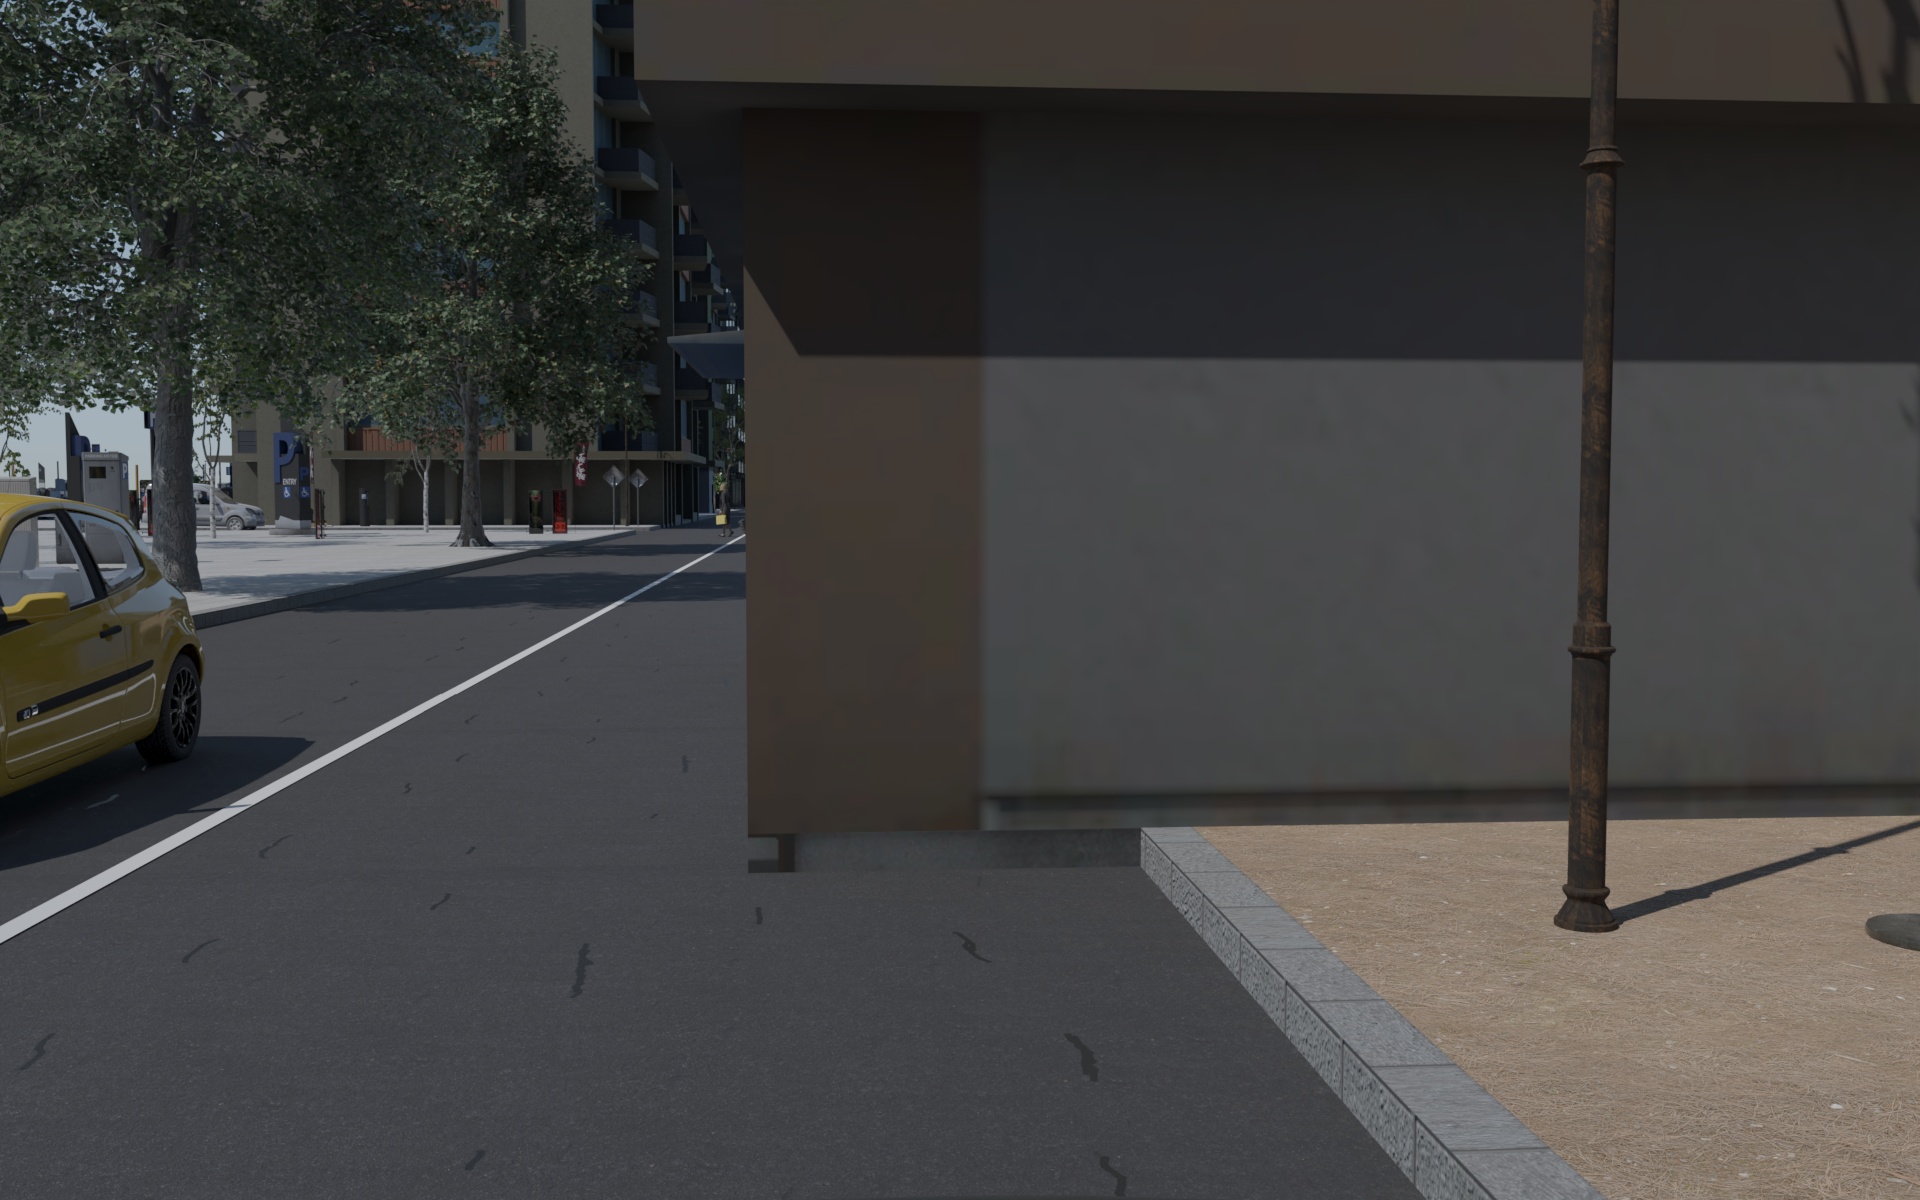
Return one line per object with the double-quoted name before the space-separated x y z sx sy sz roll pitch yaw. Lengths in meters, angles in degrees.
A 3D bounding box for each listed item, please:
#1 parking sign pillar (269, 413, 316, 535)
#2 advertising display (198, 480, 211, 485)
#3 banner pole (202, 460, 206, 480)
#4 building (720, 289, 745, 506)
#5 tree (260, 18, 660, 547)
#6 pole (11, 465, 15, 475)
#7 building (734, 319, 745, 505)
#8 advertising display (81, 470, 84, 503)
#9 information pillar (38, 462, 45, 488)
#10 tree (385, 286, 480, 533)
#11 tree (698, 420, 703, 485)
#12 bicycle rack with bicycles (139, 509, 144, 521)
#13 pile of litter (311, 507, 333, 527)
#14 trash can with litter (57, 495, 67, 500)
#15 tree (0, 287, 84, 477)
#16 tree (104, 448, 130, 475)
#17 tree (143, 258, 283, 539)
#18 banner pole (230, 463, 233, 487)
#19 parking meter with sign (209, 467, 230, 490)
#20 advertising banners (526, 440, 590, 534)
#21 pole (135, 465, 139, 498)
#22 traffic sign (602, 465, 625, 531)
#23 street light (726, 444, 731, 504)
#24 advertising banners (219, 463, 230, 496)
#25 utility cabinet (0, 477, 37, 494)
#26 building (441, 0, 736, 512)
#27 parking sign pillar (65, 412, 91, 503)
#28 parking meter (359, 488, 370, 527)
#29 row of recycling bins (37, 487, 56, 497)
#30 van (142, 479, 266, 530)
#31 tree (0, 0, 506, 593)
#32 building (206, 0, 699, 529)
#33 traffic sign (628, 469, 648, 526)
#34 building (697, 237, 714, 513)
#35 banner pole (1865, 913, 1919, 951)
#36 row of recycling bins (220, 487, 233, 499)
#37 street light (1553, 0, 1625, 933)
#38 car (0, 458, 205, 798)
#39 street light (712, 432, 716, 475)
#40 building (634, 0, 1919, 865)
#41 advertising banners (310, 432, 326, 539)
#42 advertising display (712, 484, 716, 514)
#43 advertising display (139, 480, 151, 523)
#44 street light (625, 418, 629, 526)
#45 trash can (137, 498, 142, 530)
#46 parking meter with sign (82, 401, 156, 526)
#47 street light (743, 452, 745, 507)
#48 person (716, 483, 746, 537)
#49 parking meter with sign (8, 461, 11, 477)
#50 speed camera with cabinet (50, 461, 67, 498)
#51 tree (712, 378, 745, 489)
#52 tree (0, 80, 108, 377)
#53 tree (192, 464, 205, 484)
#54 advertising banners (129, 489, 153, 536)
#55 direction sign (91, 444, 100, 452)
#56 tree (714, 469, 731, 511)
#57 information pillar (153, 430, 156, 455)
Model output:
"parking sign pillar" -21.023 -4.039 54.503 1.447 3.967 1.447 2 4 35
"advertising display" -35.628 -4.684 81.793 0.974 1.923 0.123 2 4 31
"banner pole" -56.153 -8.487 128.783 0.401 3.779 0.863 0 4 -4
"building" -34.650 -34.616 185.578 23.786 49.044 30.456 0 4 -5
"tree" -11.798 -7.637 41.875 9.611 12.733 9.660 0 3 0
"pole" -64.186 -7.561 117.465 0.158 3.312 0.155 0 3 0
"building" -34.117 -33.602 232.981 14.154 41.232 14.086 0 4 -5
"advertising display" -22.189 -2.417 44.738 0.974 1.923 0.123 0 4 8
"information pillar" -67.500 -8.317 127.335 0.504 3.616 0.183 1 4 9
"tree" -17.697 -6.551 57.471 4.360 8.622 3.978 0 3 0
"tree" -16.758 -9.207 100.891 4.737 8.622 4.395 0 3 0
"bicycle rack with bicycles" -38.114 -4.237 82.665 2.852 0.926 2.925 0 4 -6
"pile of litter" -25.213 -3.273 67.475 1.719 0.858 1.176 -3 5 -42
"trash can with litter" -48.552 -5.108 94.578 2.233 1.210 1.678 -3 4 -37
"tree" -27.374 -6.047 49.238 4.737 8.622 4.395 0 3 0
"tree" -36.118 -4.803 73.122 1.663 3.219 1.824 0 3 0
"tree" -21.673 -6.096 50.026 4.737 8.622 4.395 0 3 0
"banner pole" -44.121 -7.072 105.641 0.863 3.779 0.401 -3 5 -40
"parking meter with sign" -48.296 -7.176 113.582 1.738 3.016 0.543 1 4 14
"advertising banners" -12.932 -3.644 55.775 2.074 3.025 0.090 -2 4 -24
"pole" -57.113 -7.730 120.228 0.158 3.312 0.155 0 3 0
"traffic sign" -12.100 -3.481 60.554 0.795 2.450 0.064 0 4 -5
"street light" -19.368 -10.530 144.958 0.468 5.910 1.993 0 4 -5
"advertising banners" -34.803 -5.240 81.865 0.090 3.025 2.074 -1 4 -10
"utility cabinet" -12.311 -0.805 21.842 1.173 1.500 0.318 -1 4 -12
"building" -31.839 -30.679 156.232 22.147 44.769 28.867 0 4 -5
"parking sign pillar" -29.324 -4.232 57.666 1.447 3.967 1.447 -1 4 -11
"parking meter" -23.542 -3.674 68.486 0.372 1.533 0.369 0 3 0
"row of recycling bins" -56.611 -6.129 107.323 1.069 1.692 3.534 0 4 1
"van" -27.807 -3.474 63.813 4.112 2.044 2.013 0 4 -5
"tree" -10.411 -7.083 22.463 9.857 13.997 8.962 0 3 0
"building" -22.895 -26.153 82.228 22.147 44.769 28.867 0 4 -5
"traffic sign" -12.737 -3.968 68.514 0.795 2.450 0.064 0 4 -5
"building" -23.883 -20.955 114.316 14.160 30.474 14.107 0 4 -5
"banner pole" 2.922 -0.922 5.086 0.401 3.779 0.863 1 4 23
"row of recycling bins" -40.558 -5.512 97.226 1.069 1.692 3.534 0 4 2
"street light" 1.859 -1.968 4.969 0.468 5.910 1.993 0 4 -5
"car" -4.871 0.144 7.873 2.015 1.641 3.980 0 4 -6
"street light" -17.661 -9.245 123.938 0.468 5.910 1.993 0 4 -5
"building" 5.195 -22.155 12.340 14.600 45.320 14.200 0 4 -5
"advertising banners" -18.285 -3.246 49.263 0.090 3.025 2.074 -1 4 -10
"advertising display" -16.275 -6.681 114.451 0.123 1.923 0.974 0 4 0
"advertising display" -36.168 -4.422 77.518 0.974 1.923 0.123 -1 4 -23
"street light" -13.254 -5.873 68.809 0.468 5.910 1.993 0 4 -5
"trash can" -27.939 -2.852 58.282 0.748 1.137 0.748 0 3 0
"parking meter with sign" -15.715 -2.178 31.870 1.738 3.016 0.543 0 4 -7
"street light" -21.458 -12.216 172.520 0.468 5.910 1.993 0 4 -5
"person" -7.606 -3.039 58.409 1.509 1.804 0.699 -3 5 -39
"parking meter with sign" -50.292 -5.733 89.990 1.738 3.016 0.543 -1 4 -22
"speed camera with cabinet" -53.713 -6.663 103.270 0.660 3.252 2.038 -1 4 -15
"tree" -19.030 -12.568 139.904 8.767 10.594 7.601 0 4 2
"tree" -23.534 -6.961 39.570 9.928 11.665 9.643 0 3 0
"tree" -41.762 -6.083 94.062 1.663 3.219 1.824 0 3 0
"advertising banners" -24.600 -3.466 52.861 2.074 3.025 0.090 -1 4 -11
"direction sign" -39.289 -5.276 78.266 0.876 3.537 0.379 -1 4 -10
"tree" -18.346 -8.463 132.978 1.663 3.219 1.824 0 3 0
"information pillar" -19.773 -3.157 42.973 0.504 3.616 0.183 -3 4 -38
